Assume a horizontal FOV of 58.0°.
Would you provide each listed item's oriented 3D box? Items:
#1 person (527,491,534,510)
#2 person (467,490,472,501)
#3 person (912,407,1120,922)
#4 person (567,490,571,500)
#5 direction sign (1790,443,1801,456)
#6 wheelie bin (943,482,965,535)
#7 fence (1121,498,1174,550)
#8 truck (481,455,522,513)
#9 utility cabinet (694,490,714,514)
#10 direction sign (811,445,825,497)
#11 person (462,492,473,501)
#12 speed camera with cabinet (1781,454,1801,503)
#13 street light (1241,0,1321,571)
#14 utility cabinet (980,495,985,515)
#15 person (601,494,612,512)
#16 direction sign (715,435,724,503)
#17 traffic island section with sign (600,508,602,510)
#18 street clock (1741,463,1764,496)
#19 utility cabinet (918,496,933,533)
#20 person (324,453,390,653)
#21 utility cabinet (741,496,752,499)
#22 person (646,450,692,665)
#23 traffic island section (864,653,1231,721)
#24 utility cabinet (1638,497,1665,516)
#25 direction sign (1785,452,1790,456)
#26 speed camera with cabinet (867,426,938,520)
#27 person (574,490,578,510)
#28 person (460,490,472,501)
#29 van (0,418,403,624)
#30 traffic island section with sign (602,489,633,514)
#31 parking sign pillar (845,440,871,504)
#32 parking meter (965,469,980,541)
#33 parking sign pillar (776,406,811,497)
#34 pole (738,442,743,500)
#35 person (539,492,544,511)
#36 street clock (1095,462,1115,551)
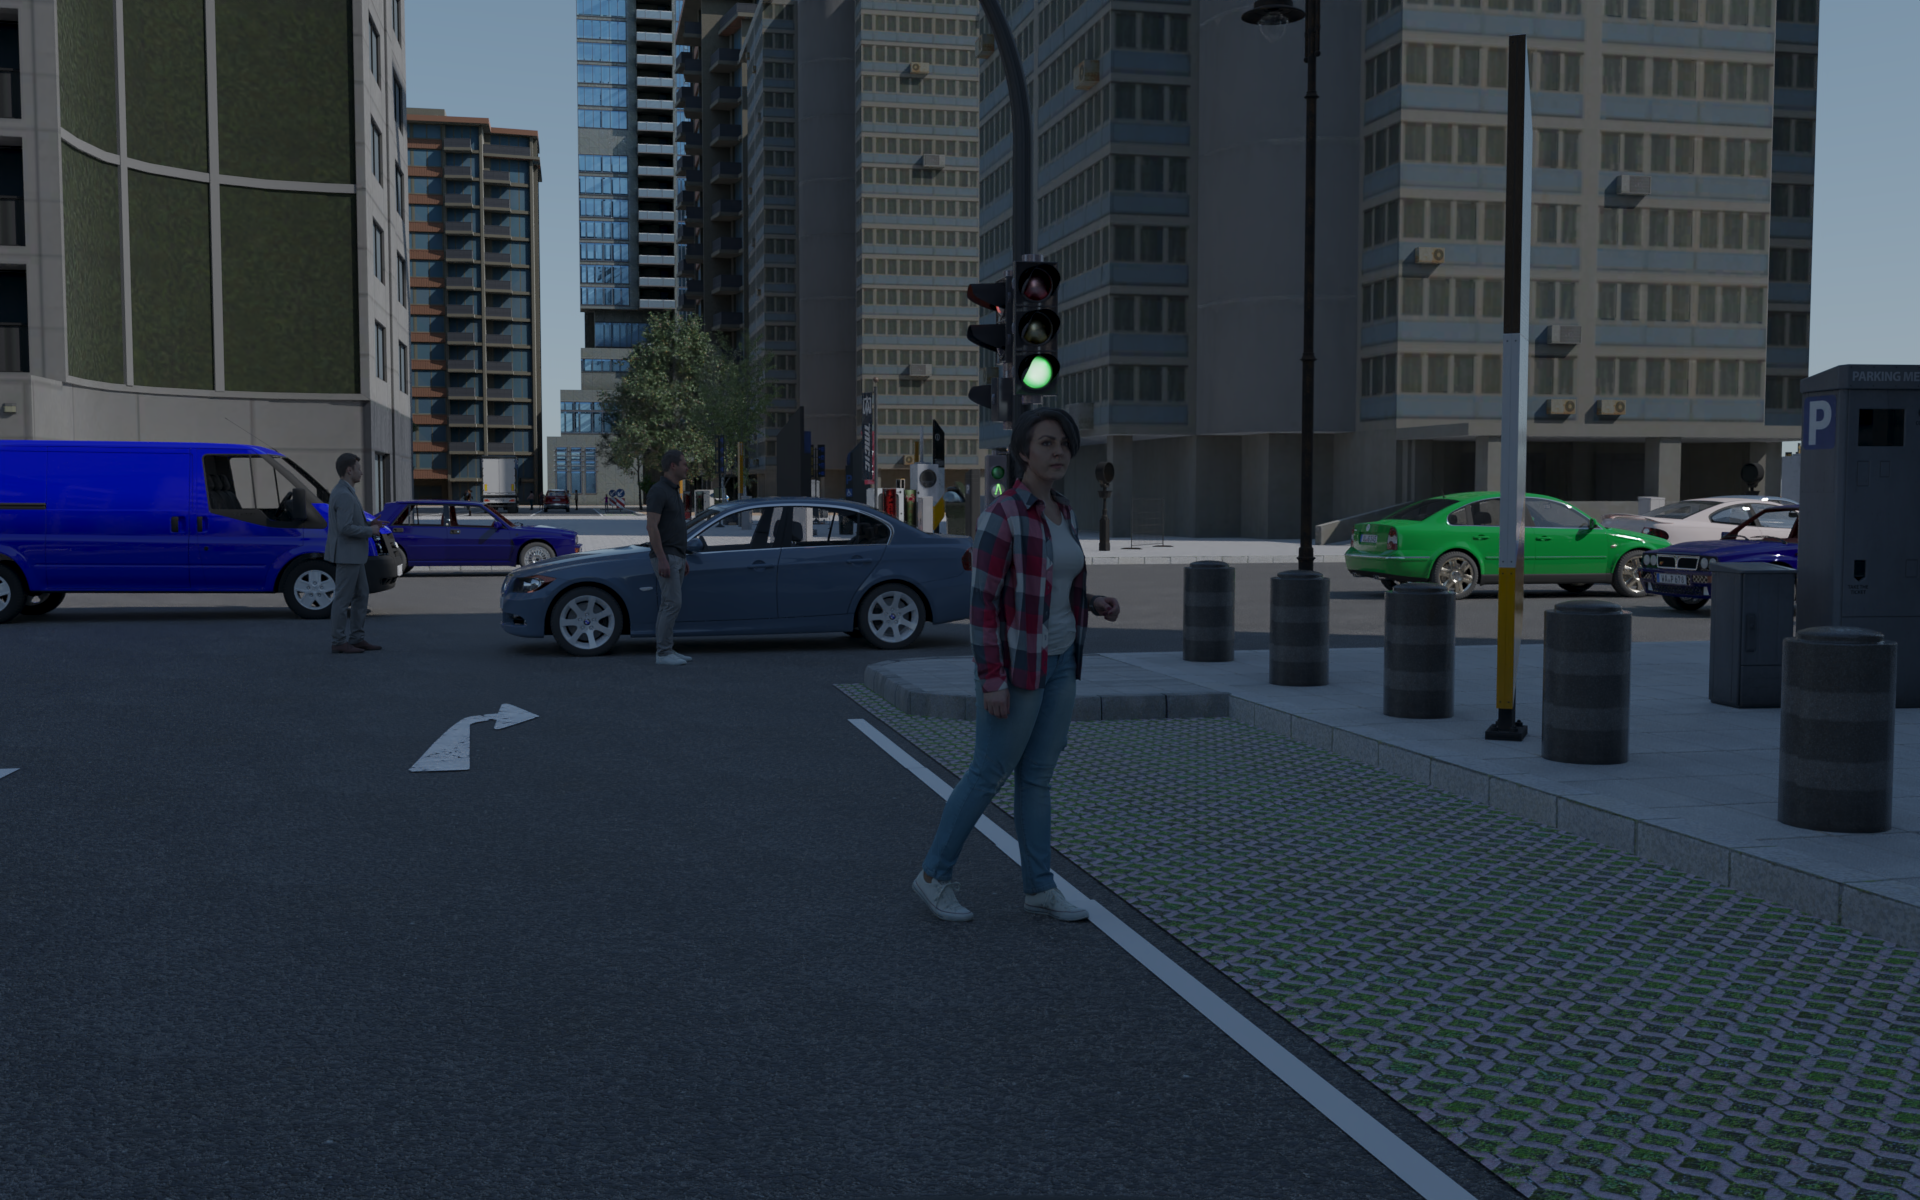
[{"bbox_3d":[-38.307,-8.887,154.513,0.721,1.736,1.217,1,4,15],"label":"person"},{"bbox_3d":[-31.822,-6.283,112.053,0.721,1.723,1.217,-1,4,-20],"label":"person"},{"bbox_3d":[0.199,0.214,5.846,0.643,1.720,0.563,3,4,36],"label":"person"},{"bbox_3d":[-38.006,-9.745,167.835,1.348,1.824,0.705,3,5,44],"label":"person"},{"bbox_3d":[37.309,-5.195,76.937,0.379,3.537,0.876,3,5,41],"label":"direction sign"},{"bbox_3d":[-0.045,-2.204,43.940,0.693,1.594,0.980,1,4,14],"label":"wheelie bin"},{"bbox_3d":[4.453,-1.826,41.061,0.480,1.192,2.264,2,4,27],"label":"fence"},{"bbox_3d":[-34.783,-8.712,131.350,2.839,4.237,11.283,-1,4,-13],"label":"truck"},{"bbox_3d":[-13.739,-5.153,92.928,1.173,1.500,0.318,3,4,38],"label":"utility cabinet"},{"bbox_3d":[-6.605,-5.344,79.364,0.876,3.537,0.379,1,4,11],"label":"direction sign"},{"bbox_3d":[-44.494,-9.015,156.620,0.721,1.736,1.217,2,4,32],"label":"person"},{"bbox_3d":[19.751,-2.809,40.269,2.038,3.252,0.660,-3,5,-45],"label":"speed camera with cabinet"},{"bbox_3d":[2.469,-2.412,12.231,0.468,5.910,1.993,-1,4,-12],"label":"street light"},{"bbox_3d":[1.086,-4.013,76.772,1.020,1.237,0.306,1,4,13],"label":"utility cabinet"},{"bbox_3d":[-28.784,-7.903,140.942,0.991,1.433,0.599,0,4,5],"label":"person"},{"bbox_3d":[-9.249,-4.566,66.651,0.379,3.537,0.876,-2,4,-30],"label":"direction sign"},{"bbox_3d":[-30.862,-8.847,153.279,1.989,1.847,2.006,-1,4,-12],"label":"traffic island section with sign"},{"bbox_3d":[18.434,-2.187,40.334,0.358,2.002,0.471,-2,4,-28],"label":"street clock"},{"bbox_3d":[-0.934,-2.140,46.159,0.306,1.237,1.020,-1,4,-8],"label":"utility cabinet"},{"bbox_3d":[-5.432,-0.425,15.651,0.583,1.804,0.606,-2,4,-26],"label":"person"},{"bbox_3d":[-7.707,-3.149,62.646,0.306,1.237,1.020,0,4,-1],"label":"utility cabinet"},{"bbox_3d":[-2.439,-0.371,14.695,0.434,1.807,0.598,1,4,19],"label":"person"},{"bbox_3d":[0.449,0.612,12.269,2.009,0.180,2.903,-1,4,-12],"label":"traffic island section"},{"bbox_3d":[15.864,-1.748,39.735,0.306,1.237,1.020,3,5,39],"label":"utility cabinet"},{"bbox_3d":[44.704,-6.175,92.957,0.876,3.537,0.379,3,5,44],"label":"direction sign"},{"bbox_3d":[-1.653,-3.402,49.955,2.038,3.252,0.660,-2,4,-26],"label":"speed camera with cabinet"},{"bbox_3d":[-34.270,-8.936,154.615,0.705,1.823,1.348,-1,4,-19],"label":"person"},{"bbox_3d":[-50.468,-10.294,176.936,0.705,1.807,1.348,3,5,43],"label":"person"},{"bbox_3d":[-9.269,-0.966,20.177,5.245,2.365,2.240,-1,4,-13],"label":"van"},{"bbox_3d":[-25.019,-7.238,126.962,1.989,1.847,2.006,-1,4,-12],"label":"traffic island section with sign"},{"bbox_3d":[-4.504,-5.384,76.496,1.447,3.967,1.447,2,4,34],"label":"parking sign pillar"},{"bbox_3d":[0.294,-2.119,40.350,0.255,1.863,0.399,-1,4,-21],"label":"parking meter"},{"bbox_3d":[-5.154,-3.992,53.739,1.447,3.967,1.447,-3,5,-40],"label":"parking sign pillar"},{"bbox_3d":[-8.574,-4.517,67.702,0.158,3.312,0.155,0,3,0],"label":"pole"},{"bbox_3d":[-35.948,-8.494,148.851,0.415,1.643,0.593,1,4,15],"label":"person"},{"bbox_3d":[3.259,-2.106,38.997,0.358,2.002,0.471,3,4,37],"label":"street clock"}]
